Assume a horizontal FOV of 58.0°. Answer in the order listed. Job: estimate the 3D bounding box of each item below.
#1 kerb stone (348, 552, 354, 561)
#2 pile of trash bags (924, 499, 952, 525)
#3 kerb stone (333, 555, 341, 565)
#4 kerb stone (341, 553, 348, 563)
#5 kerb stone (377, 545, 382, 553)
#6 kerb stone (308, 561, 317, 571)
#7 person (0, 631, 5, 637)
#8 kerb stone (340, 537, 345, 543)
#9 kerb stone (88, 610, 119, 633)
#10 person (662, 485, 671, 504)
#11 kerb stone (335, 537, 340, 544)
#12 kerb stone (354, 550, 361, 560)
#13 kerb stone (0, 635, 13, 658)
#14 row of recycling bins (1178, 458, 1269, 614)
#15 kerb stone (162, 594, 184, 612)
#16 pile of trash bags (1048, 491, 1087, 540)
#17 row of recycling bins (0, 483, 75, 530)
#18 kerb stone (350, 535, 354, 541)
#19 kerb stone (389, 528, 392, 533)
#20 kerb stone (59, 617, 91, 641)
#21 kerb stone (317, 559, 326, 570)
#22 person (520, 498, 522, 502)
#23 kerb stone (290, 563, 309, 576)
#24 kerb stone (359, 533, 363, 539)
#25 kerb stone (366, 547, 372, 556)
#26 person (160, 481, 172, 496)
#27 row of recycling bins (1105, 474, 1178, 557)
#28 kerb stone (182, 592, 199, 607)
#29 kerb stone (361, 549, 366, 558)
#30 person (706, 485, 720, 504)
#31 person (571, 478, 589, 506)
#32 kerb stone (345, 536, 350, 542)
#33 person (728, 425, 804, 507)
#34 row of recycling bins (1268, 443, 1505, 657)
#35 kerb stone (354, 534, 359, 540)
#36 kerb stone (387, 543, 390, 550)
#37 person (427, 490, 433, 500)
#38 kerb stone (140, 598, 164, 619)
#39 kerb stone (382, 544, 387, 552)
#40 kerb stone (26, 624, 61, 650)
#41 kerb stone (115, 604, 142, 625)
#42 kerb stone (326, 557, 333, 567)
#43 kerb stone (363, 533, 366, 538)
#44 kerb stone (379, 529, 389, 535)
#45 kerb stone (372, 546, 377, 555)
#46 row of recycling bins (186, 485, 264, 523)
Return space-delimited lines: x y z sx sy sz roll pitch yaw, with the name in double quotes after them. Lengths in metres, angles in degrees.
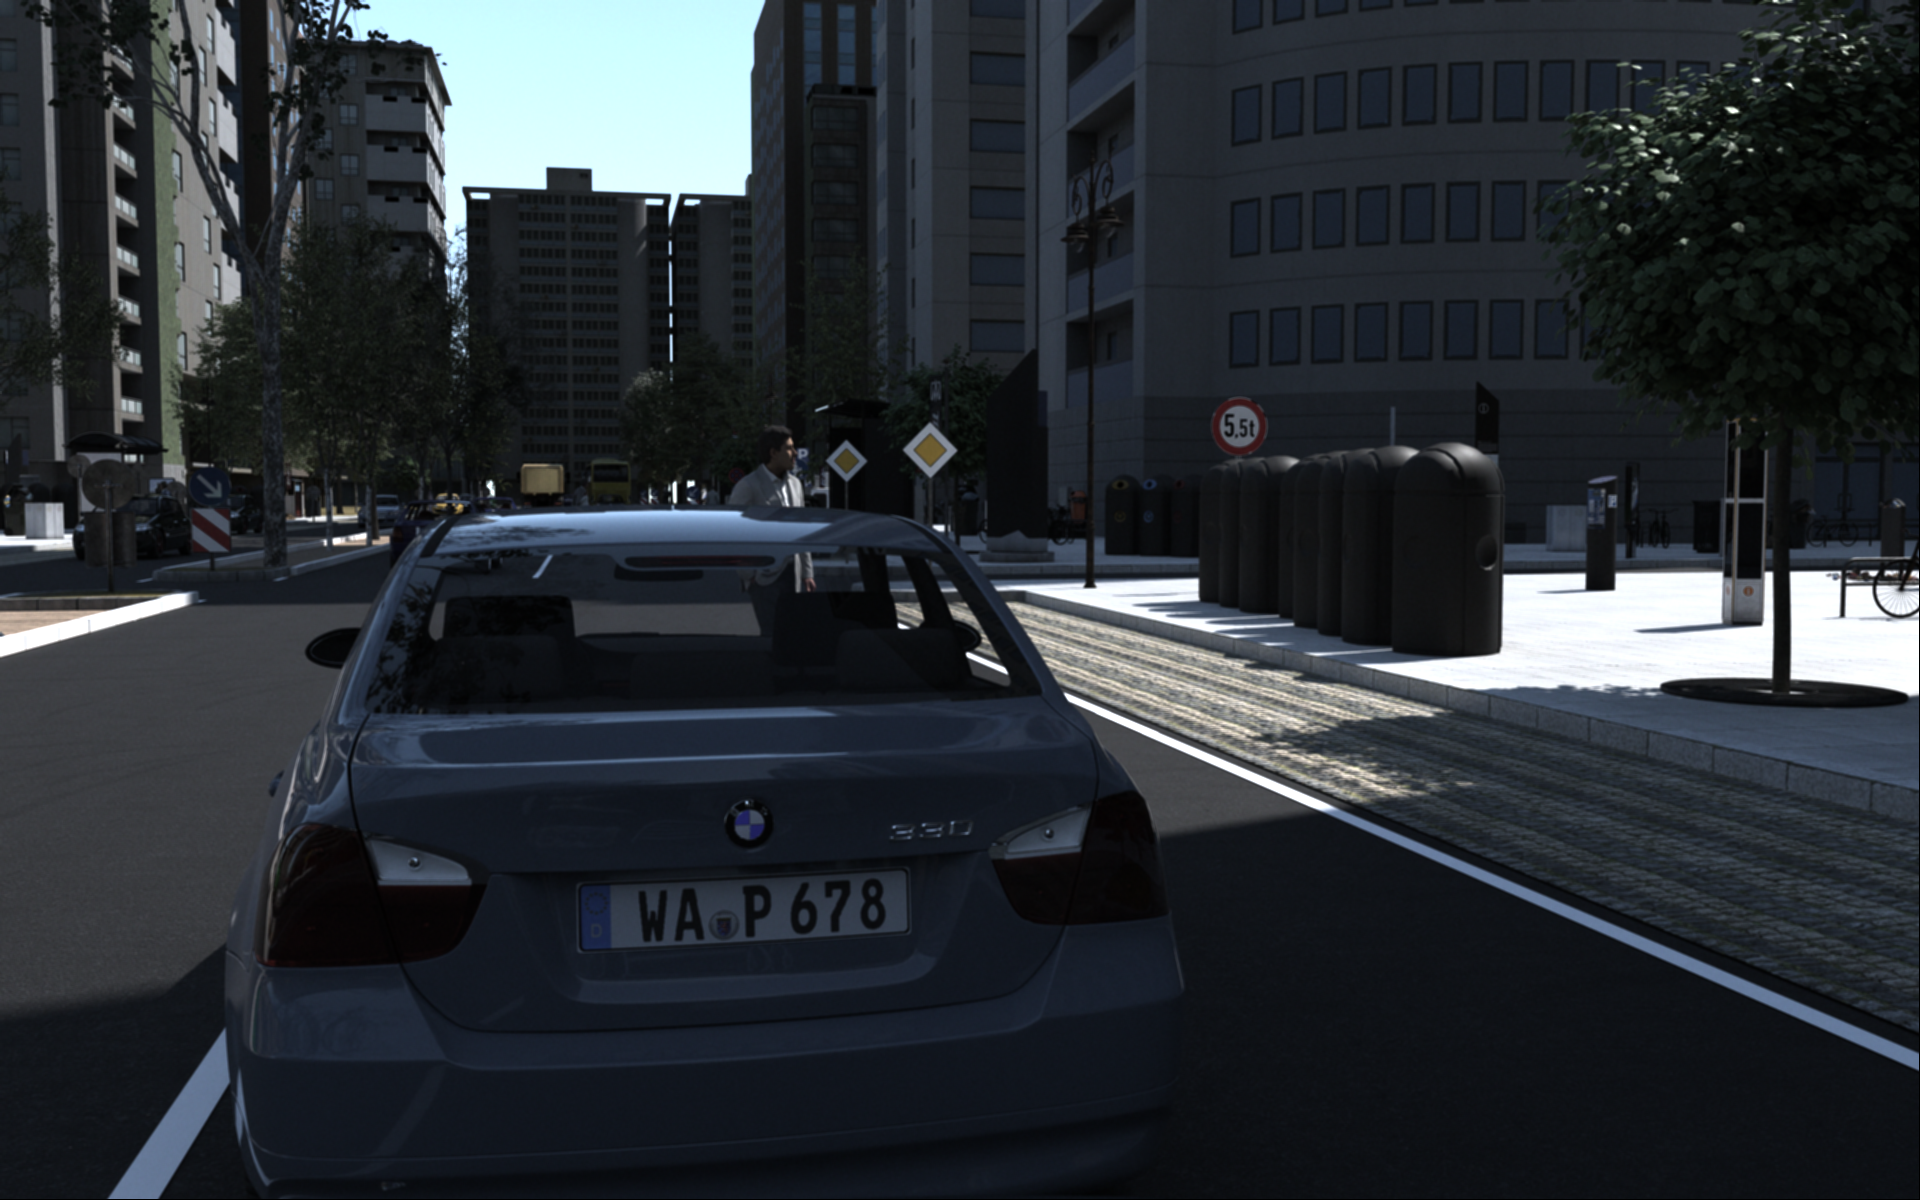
-13.096 -0.901 36.924 0.120 0.150 1.000 -1 4 -12 "kerb stone"
-0.647 -3.937 74.115 3.447 1.369 1.912 2 4 24 "pile of trash bags"
-12.669 -0.775 34.916 0.120 0.150 1.000 -1 4 -12 "kerb stone"
-12.884 -0.839 35.919 0.120 0.150 1.000 -1 4 -12 "kerb stone"
-14.175 -1.208 41.940 0.120 0.150 1.000 -1 4 -12 "kerb stone"
-12.040 -0.594 31.903 0.120 0.150 1.000 -1 4 -12 "kerb stone"
-9.147 -0.202 16.067 0.640 1.303 0.475 1 4 11 "person"
-18.136 -1.731 50.492 0.120 0.150 1.000 -1 4 -12 "kerb stone"
-9.125 0.240 18.314 0.120 0.150 1.000 -1 4 -12 "kerb stone"
-14.772 -4.820 86.670 0.648 1.900 0.474 3 4 38 "person"
-17.929 -1.669 49.491 0.120 0.150 1.000 -1 4 -12 "kerb stone"
-13.312 -0.962 37.925 0.120 0.150 1.000 -1 4 -12 "kerb stone"
-8.486 0.421 15.305 0.120 0.150 1.000 -1 4 -12 "kerb stone"
3.480 -0.742 19.239 1.069 1.692 3.534 -1 4 -9 "row of recycling bins"
-9.767 0.054 21.319 0.120 0.150 1.000 -1 4 -12 "kerb stone"
2.942 -2.454 49.881 1.912 1.369 3.447 -1 4 -16 "pile of trash bags"
-33.904 -3.408 62.841 3.534 1.692 1.069 -3 5 -44 "row of recycling bins"
-18.565 -1.852 52.492 0.120 0.150 1.000 -1 4 -12 "kerb stone"
-20.711 -2.463 62.520 0.120 0.150 1.000 -1 4 -12 "kerb stone"
-8.914 0.306 17.307 0.120 0.150 1.000 -1 4 -12 "kerb stone"
-12.245 -0.655 32.912 0.120 0.150 1.000 -1 4 -12 "kerb stone"
-30.020 -6.846 120.561 1.348 1.807 0.705 1 4 12 "person"
-11.811 -0.526 30.907 0.120 0.150 1.000 -1 4 -12 "kerb stone"
-18.999 -1.975 54.492 0.120 0.150 1.000 -1 4 -12 "kerb stone"
-13.740 -1.083 39.935 0.120 0.150 1.000 -1 4 -12 "kerb stone"
-23.431 -2.591 51.040 0.419 1.800 0.721 -1 4 -16 "person"
4.405 -1.744 35.635 1.069 1.692 3.534 -3 5 -43 "row of recycling bins"
-9.984 -0.005 22.318 0.120 0.150 1.000 -1 4 -12 "kerb stone"
-13.528 -1.023 38.925 0.120 0.150 1.000 -1 4 -12 "kerb stone"
-10.503 -3.986 73.764 0.635 1.810 0.391 0 4 4 "person"
-9.379 -2.099 42.922 0.850 1.850 0.679 0 4 -3 "person"
-18.358 -1.792 51.490 0.120 0.150 1.000 -1 4 -12 "kerb stone"
-1.199 -0.133 10.517 0.795 1.843 0.661 3 5 40 "person"
3.769 -0.503 15.335 1.069 1.692 3.534 0 4 -6 "row of recycling bins"
-18.776 -1.914 53.493 0.120 0.150 1.000 -1 4 -12 "kerb stone"
-14.595 -1.330 43.943 0.120 0.150 1.000 -1 4 -12 "kerb stone"
-39.798 -7.396 130.092 0.621 1.740 0.551 -1 4 -17 "person"
-9.555 0.115 20.319 0.120 0.150 1.000 -1 4 -12 "kerb stone"
-14.384 -1.268 42.940 0.120 0.150 1.000 -1 4 -12 "kerb stone"
-8.701 0.365 16.307 0.120 0.150 1.000 -1 4 -12 "kerb stone"
-9.340 0.176 19.313 0.120 0.150 1.000 -1 4 -12 "kerb stone"
-12.463 -0.714 33.911 0.120 0.150 1.000 -1 4 -12 "kerb stone"
-19.203 -2.037 55.494 0.120 0.150 1.000 -1 4 -12 "kerb stone"
-20.498 -2.405 61.519 0.120 0.150 1.000 -1 4 -12 "kerb stone"
-13.956 -1.142 40.934 0.120 0.150 1.000 -1 4 -12 "kerb stone"
-32.714 -4.301 77.436 3.534 1.692 1.069 -3 5 -39 "row of recycling bins"
